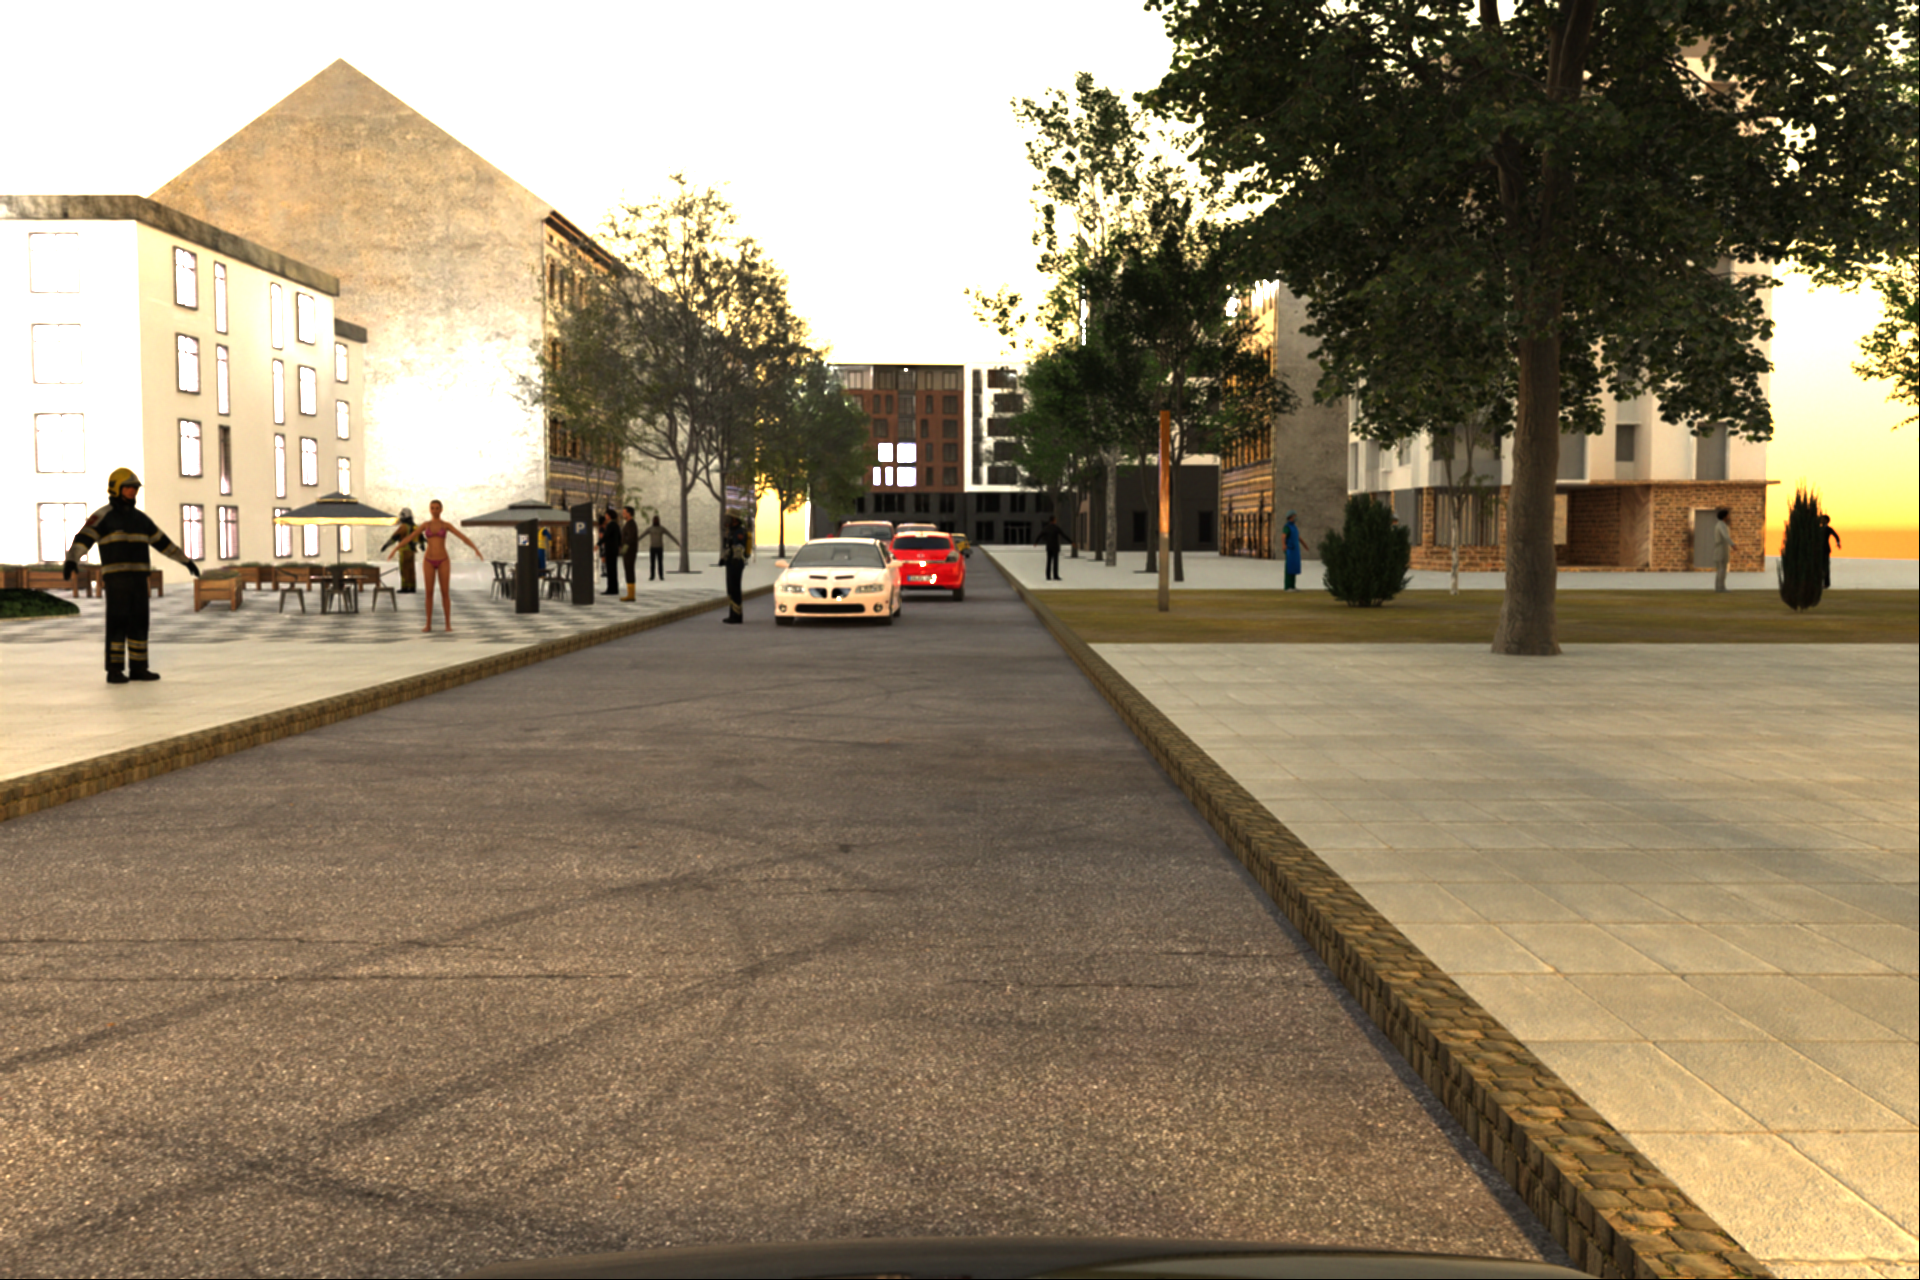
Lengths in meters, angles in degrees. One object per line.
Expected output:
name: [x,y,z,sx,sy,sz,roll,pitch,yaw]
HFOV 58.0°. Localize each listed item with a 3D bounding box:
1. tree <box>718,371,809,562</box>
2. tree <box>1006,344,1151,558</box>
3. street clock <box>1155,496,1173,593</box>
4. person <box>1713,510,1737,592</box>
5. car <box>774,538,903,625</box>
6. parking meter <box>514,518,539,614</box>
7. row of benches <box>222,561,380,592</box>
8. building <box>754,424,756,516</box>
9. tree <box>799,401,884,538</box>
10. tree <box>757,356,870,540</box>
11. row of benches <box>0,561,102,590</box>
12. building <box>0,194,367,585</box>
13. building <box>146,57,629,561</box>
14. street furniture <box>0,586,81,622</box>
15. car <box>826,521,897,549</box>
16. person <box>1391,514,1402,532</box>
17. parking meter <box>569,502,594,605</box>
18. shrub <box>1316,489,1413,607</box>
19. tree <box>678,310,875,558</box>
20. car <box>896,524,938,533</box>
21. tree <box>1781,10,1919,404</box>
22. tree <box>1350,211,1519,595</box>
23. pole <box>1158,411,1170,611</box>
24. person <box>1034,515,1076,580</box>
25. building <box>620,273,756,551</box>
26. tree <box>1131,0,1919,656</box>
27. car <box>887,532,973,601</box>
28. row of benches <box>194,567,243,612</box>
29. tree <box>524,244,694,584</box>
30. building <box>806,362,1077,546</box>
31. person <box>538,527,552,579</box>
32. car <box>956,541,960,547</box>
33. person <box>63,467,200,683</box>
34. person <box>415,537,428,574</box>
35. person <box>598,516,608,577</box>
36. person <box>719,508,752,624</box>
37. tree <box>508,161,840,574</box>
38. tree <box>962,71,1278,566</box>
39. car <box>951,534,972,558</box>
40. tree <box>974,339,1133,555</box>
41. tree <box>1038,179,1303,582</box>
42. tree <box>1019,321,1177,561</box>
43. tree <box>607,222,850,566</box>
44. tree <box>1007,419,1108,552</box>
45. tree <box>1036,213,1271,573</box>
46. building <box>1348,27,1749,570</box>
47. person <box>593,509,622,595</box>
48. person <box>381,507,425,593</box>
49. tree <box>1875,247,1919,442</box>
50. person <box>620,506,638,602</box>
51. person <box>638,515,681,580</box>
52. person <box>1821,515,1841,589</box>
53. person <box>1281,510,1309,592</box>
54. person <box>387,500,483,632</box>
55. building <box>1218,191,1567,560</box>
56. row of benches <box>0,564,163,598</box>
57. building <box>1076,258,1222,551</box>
tree: [-9.180,-7.827,78.342,4.737,8.622,4.395,0,3,0]
tree: [6.226,-10.180,92.204,9.928,11.665,9.643,0,3,0]
street clock: [3.877,-1.734,32.923,0.358,2.002,0.471,0,4,0]
person: [16.927,-1.969,38.385,0.705,1.806,1.347,1,4,10]
car: [-1.965,-1.003,28.756,2.083,1.381,4.827,0,4,1]
parking meter: [-7.015,-1.201,28.043,0.372,1.533,0.369,0,3,0]
row of benches: [-14.821,-1.446,39.098,4.104,0.672,1.422,1,4,22]
building: [-26.397,-19.032,167.587,16.016,20.090,11.380,0,4,1]
tree: [-9.045,-12.253,126.093,9.928,11.665,9.643,0,3,0]
tree: [-9.819,-11.783,110.777,7.486,12.596,7.792,0,3,0]
row of benches: [-20.752,-1.440,39.004,1.422,0.672,4.104,1,4,11]
building: [-24.914,-7.023,56.971,9.099,9.664,28.070,0,4,0]
building: [-28.516,-15.809,89.404,19.493,23.208,18.063,0,3,0]
street furniture: [-16.318,-0.461,23.169,5.734,0.657,10.072,0,4,5]
car: [-2.702,-2.562,50.556,2.281,1.827,5.304,0,4,0]
person: [12.118,-2.600,48.370,1.347,1.847,0.705,-3,4,-36]
parking meter: [-6.878,-1.575,31.463,0.399,1.863,0.255,0,4,1]
shrub: [7.143,-1.624,30.594,1.661,2.075,1.752,0,3,0]
tree: [-9.477,-11.138,92.478,12.009,13.543,11.850,0,3,0]
car: [-1.597,-3.366,63.704,2.281,1.827,5.304,0,4,0]
tree: [19.352,-6.508,32.158,9.928,11.665,9.643,0,3,0]
tree: [10.636,-5.264,36.426,4.360,8.622,3.978,0,3,0]
pole: [3.385,-2.132,28.710,0.158,3.312,0.155,0,3,0]
person: [2.604,-2.578,48.382,1.346,1.802,0.704,2,4,35]
building: [-27.447,-19.121,143.554,19.493,23.208,18.063,0,4,1]
tree: [6.141,-6.829,18.309,9.857,13.997,8.962,0,3,0]
car: [-0.795,-1.794,38.368,2.155,1.783,4.494,0,4,1]
row of benches: [-13.041,-0.921,30.526,1.422,0.672,4.104,-1,4,-21]
tree: [-9.495,-5.762,44.572,4.360,8.622,3.978,0,3,0]
building: [-2.794,-22.684,217.318,32.646,21.610,27.936,0,4,-6]
person: [-12.103,-2.643,49.676,1.216,1.772,0.721,3,4,36]
car: [-1.065,-5.031,94.047,2.131,1.459,4.920,0,4,1]
person: [-7.215,-0.566,15.017,0.704,1.858,1.351,2,4,25]
person: [-17.593,-2.993,55.205,1.348,1.796,0.705,0,4,-5]
person: [-10.633,-2.795,51.843,0.704,1.843,1.345,0,4,-6]
person: [-3.658,-1.199,27.837,0.705,1.856,1.354,-1,4,-17]
tree: [-9.016,-8.946,56.630,12.009,13.543,11.850,0,3,0]
tree: [6.545,-13.070,69.577,12.611,20.169,13.585,0,3,0]
car: [-0.284,-5.817,105.323,2.015,1.641,3.980,0,4,-1]
tree: [5.975,-12.132,108.729,12.009,13.543,11.850,0,3,0]
tree: [5.594,-6.856,46.506,7.601,10.594,8.767,-1,4,-18]
tree: [6.675,-9.586,82.489,9.928,11.665,9.643,0,3,0]
tree: [-9.613,-9.705,69.048,12.009,13.543,11.850,0,3,0]
tree: [7.121,-11.407,120.910,8.767,10.594,7.601,3,4,37]
tree: [6.282,-8.022,56.915,9.928,11.665,9.643,0,3,0]
building: [21.329,-13.120,70.939,16.016,20.090,11.380,0,3,0]
person: [-7.397,-1.861,36.621,0.705,1.806,1.347,1,4,10]
person: [-12.042,-1.950,37.652,0.705,1.858,1.354,1,4,22]
tree: [23.067,-5.474,39.861,4.737,8.622,4.395,0,3,0]
person: [-6.325,-1.641,32.961,0.704,1.812,1.346,-1,4,-11]
person: [-8.447,-2.572,48.175,1.348,1.813,0.705,0,4,-4]
person: [20.264,-2.083,40.784,0.721,1.740,1.216,-1,4,-18]
person: [7.390,-1.977,38.456,0.704,1.817,1.347,2,4,33]
person: [-6.892,-0.977,22.780,1.217,1.733,0.721,-1,4,-9]
building: [24.624,-16.038,93.157,19.493,23.208,18.063,0,4,0]
row of benches: [-18.291,-1.192,34.949,4.104,0.672,1.422,0,4,-1]
building: [23.573,-18.398,144.787,27.936,21.610,32.646,0,3,0]
